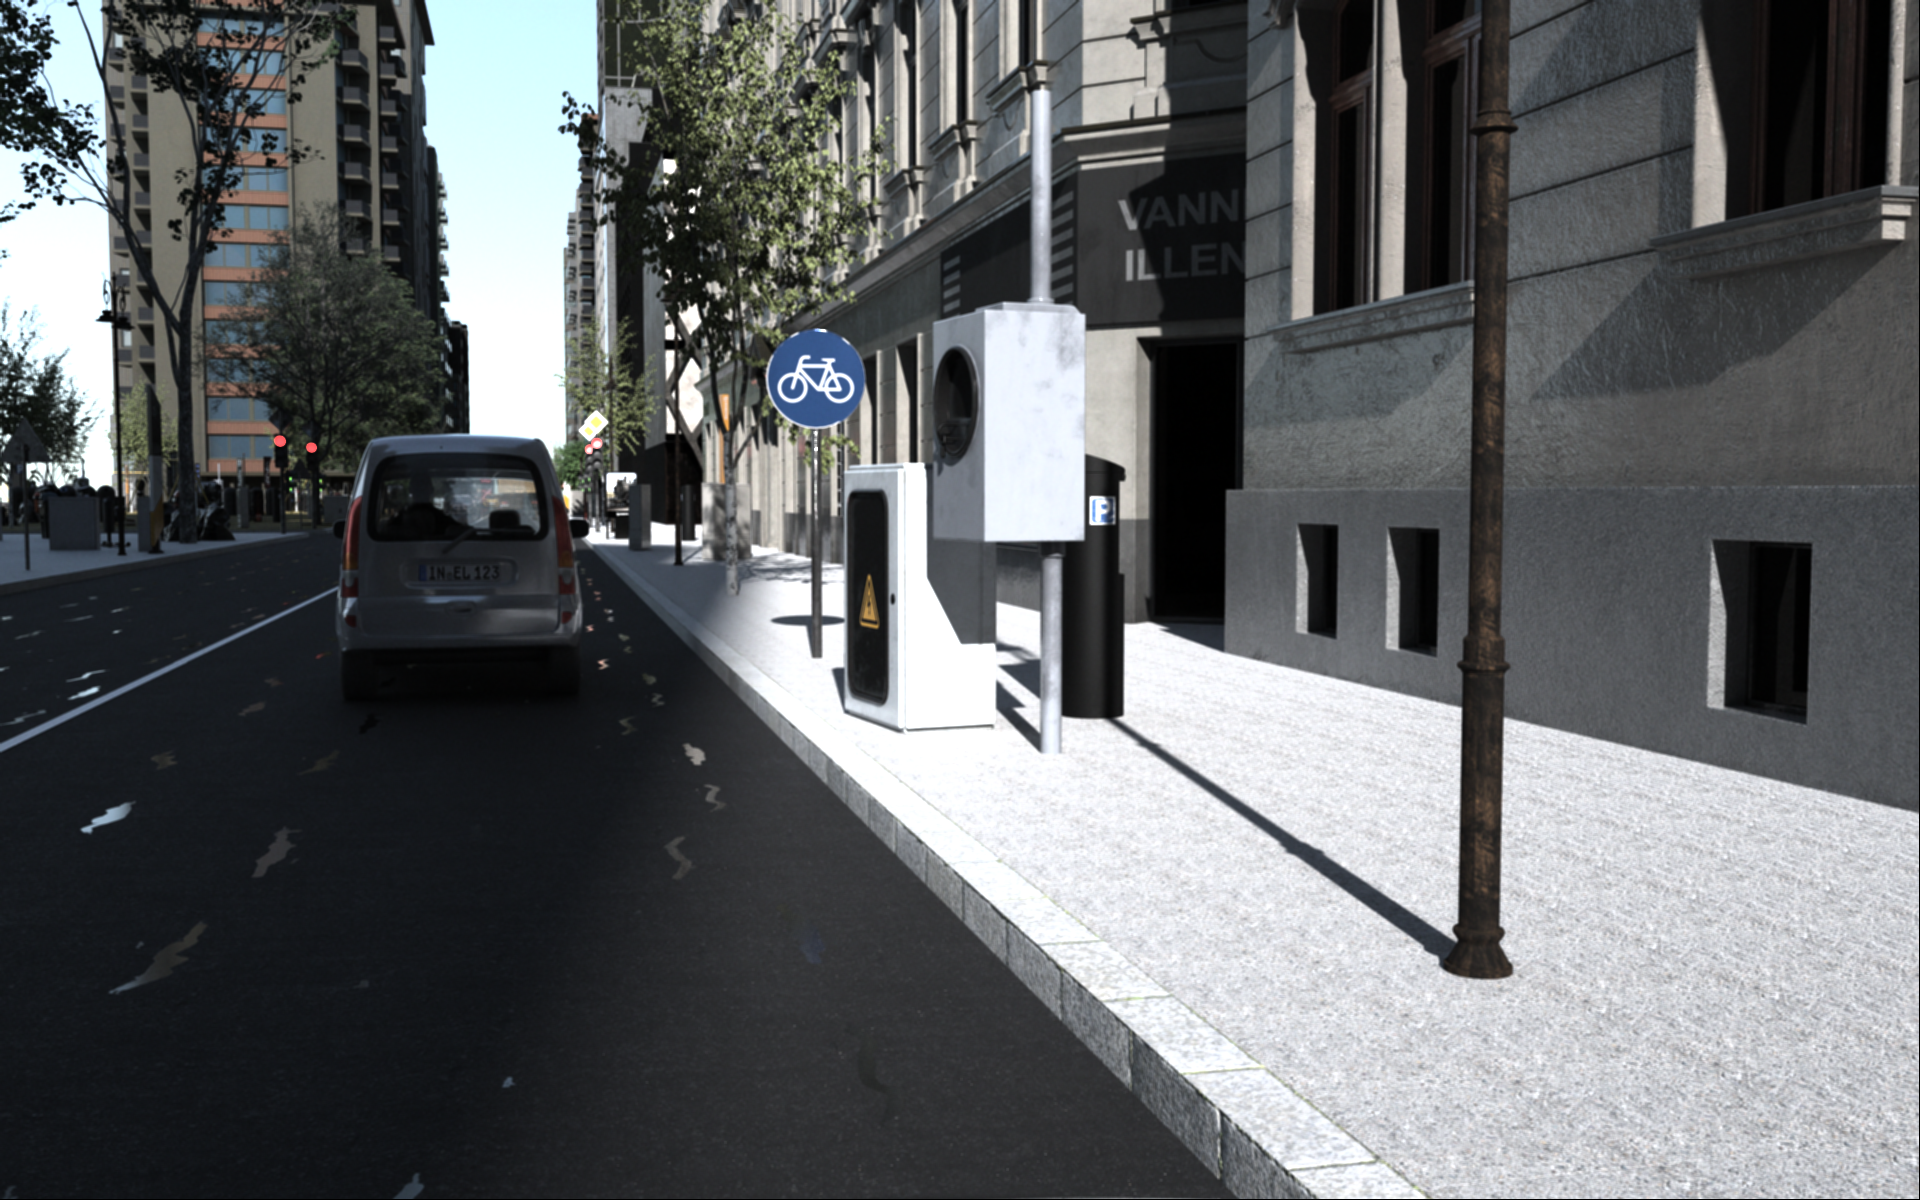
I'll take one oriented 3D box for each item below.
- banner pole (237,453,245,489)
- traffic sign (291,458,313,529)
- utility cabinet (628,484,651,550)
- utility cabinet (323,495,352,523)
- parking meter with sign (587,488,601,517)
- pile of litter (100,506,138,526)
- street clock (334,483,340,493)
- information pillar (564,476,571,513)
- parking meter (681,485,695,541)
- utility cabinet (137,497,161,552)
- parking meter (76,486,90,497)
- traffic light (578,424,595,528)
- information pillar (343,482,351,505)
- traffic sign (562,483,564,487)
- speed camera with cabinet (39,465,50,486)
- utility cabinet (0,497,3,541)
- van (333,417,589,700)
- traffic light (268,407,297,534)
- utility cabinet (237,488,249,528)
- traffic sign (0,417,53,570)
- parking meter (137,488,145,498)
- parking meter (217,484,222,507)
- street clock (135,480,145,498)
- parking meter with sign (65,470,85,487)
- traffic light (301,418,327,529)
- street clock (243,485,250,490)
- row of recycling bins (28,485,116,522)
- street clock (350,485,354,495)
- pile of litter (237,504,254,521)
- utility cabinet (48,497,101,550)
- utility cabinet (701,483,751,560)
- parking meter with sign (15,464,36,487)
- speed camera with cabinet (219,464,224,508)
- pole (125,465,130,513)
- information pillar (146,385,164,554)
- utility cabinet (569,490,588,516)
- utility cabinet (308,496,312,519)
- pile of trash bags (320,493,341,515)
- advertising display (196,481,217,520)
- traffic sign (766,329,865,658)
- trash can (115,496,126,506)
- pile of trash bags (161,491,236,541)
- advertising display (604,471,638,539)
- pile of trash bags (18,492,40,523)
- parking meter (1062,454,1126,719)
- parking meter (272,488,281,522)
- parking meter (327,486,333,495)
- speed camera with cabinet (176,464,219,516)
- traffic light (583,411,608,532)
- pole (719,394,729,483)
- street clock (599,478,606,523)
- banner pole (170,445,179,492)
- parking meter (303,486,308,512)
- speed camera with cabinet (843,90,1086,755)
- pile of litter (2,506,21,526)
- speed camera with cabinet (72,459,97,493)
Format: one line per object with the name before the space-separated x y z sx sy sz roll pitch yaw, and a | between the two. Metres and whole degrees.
banner pole | -43.988 -7.099 106.085 0.863 3.779 0.401 2 4 28
traffic sign | -23.869 -3.833 62.677 0.884 2.594 0.081 -1 4 -11
utility cabinet | -7.360 -1.901 39.761 0.318 1.500 1.173 0 4 0
utility cabinet | -27.675 -4.017 76.845 1.020 1.237 0.306 -1 4 -11
parking meter with sign | -20.475 -6.167 97.096 1.738 3.016 0.543 3 5 44
pile of litter | -33.965 -3.441 70.218 1.719 0.858 1.176 -2 4 -23
street clock | -42.105 -6.885 117.140 0.358 2.002 0.471 0 4 5
information pillar | -26.197 -7.597 115.570 0.504 3.616 0.183 1 4 21
parking meter | -7.463 -2.394 47.547 0.372 1.533 0.369 0 3 0
utility cabinet | -18.295 -1.707 39.064 0.306 1.237 1.020 -1 4 -14
parking meter | -26.921 -2.740 53.210 0.372 1.533 0.369 0 3 0
traffic light | -14.122 -4.714 65.993 0.839 4.253 0.868 -1 4 -14
information pillar | -38.437 -6.370 108.649 0.304 2.012 0.304 1 4 16
traffic sign | -31.023 -8.362 136.729 0.884 2.594 0.081 0 4 -6
speed camera with cabinet | -61.985 -7.601 118.606 2.038 3.252 0.660 1 4 11
utility cabinet | -26.665 -2.210 47.293 0.306 1.237 1.020 1 4 15
van | -3.897 -0.402 13.578 2.013 2.044 4.112 -1 4 -15
traffic light | -21.853 -4.095 55.877 0.839 4.253 0.868 -1 4 -14
utility cabinet | -27.160 -3.480 65.574 0.318 1.500 1.173 -2 4 -28
traffic sign | -15.772 -1.787 29.229 0.884 2.594 0.081 0 4 -6
parking meter | -54.174 -6.660 114.607 0.399 1.863 0.255 1 4 9
parking meter | -41.048 -5.511 95.810 0.255 1.863 0.399 1 4 16
street clock | -41.039 -5.024 86.713 0.471 2.002 0.358 2 4 24
parking meter with sign | -63.011 -7.736 122.745 0.543 3.016 1.738 3 5 39
traffic light | -23.748 -4.570 63.635 0.839 4.253 0.868 -1 4 -14
street clock | -54.683 -7.844 132.822 0.471 2.002 0.358 1 4 12
row of recycling bins | -40.884 -4.463 80.084 3.534 1.692 1.069 0 4 -6
street clock | -46.636 -7.856 133.018 0.358 2.002 0.471 1 4 19
pile of litter | -34.396 -4.268 83.751 1.176 0.858 1.719 0 4 0
utility cabinet | -20.290 -1.745 39.692 1.020 1.237 0.306 0 4 -7
utility cabinet | -4.555 -1.542 33.883 0.318 1.500 1.173 2 4 30
parking meter with sign | -54.209 -6.399 100.883 1.738 3.016 0.543 2 4 29
speed camera with cabinet | -48.012 -7.243 112.766 0.660 3.252 2.038 0 4 7
pole | -57.790 -7.731 120.239 0.158 3.312 0.155 0 3 0
information pillar | -17.366 -2.815 37.378 0.183 3.616 0.504 0 4 -1
utility cabinet | -21.892 -5.546 99.359 0.318 1.500 1.173 2 4 34
utility cabinet | -33.109 -4.730 88.494 0.306 1.237 1.020 -1 4 -15
pile of trash bags | -38.415 -5.883 105.937 1.912 1.369 3.447 -2 4 -34
advertising display | -36.255 -4.782 83.400 0.123 1.923 0.974 3 4 39
traffic sign | -1.119 -0.819 13.496 0.768 2.556 0.104 0 4 -5
trash can | -50.417 -5.643 103.911 0.748 1.137 0.748 0 3 0
pile of trash bags | -21.586 -2.371 48.512 1.912 1.369 3.447 -2 4 -33
advertising display | -9.659 -2.700 49.362 0.974 1.923 0.123 -2 4 -33
pile of trash bags | -40.872 -4.111 76.975 1.912 1.369 3.447 -2 4 -27
parking meter | 0.765 -0.098 10.019 0.372 1.533 0.369 0 3 0
parking meter | -30.944 -4.284 78.453 0.372 1.533 0.369 0 3 0
parking meter | -48.048 -7.731 132.118 0.255 1.863 0.399 3 4 38
speed camera with cabinet | -43.914 -6.431 99.488 2.038 3.252 0.660 0 4 -3
traffic light | -12.228 -4.239 58.235 0.839 4.253 0.868 -1 4 -14
pole | -4.822 -2.546 35.466 0.158 3.312 0.155 0 3 0
street clock | -15.682 -4.378 76.152 0.471 2.002 0.358 0 4 2
banner pole | -41.008 -6.154 90.642 0.401 3.779 0.863 1 4 22
parking meter | -45.661 -7.040 120.807 0.255 1.863 0.399 -2 4 -34
speed camera with cabinet | -0.038 -0.908 9.175 0.660 3.252 2.038 -1 4 -23
pile of litter | -39.050 -3.443 70.261 1.719 0.858 1.176 -2 4 -32
speed camera with cabinet | -48.997 -6.319 97.652 0.660 3.252 2.038 1 4 20
